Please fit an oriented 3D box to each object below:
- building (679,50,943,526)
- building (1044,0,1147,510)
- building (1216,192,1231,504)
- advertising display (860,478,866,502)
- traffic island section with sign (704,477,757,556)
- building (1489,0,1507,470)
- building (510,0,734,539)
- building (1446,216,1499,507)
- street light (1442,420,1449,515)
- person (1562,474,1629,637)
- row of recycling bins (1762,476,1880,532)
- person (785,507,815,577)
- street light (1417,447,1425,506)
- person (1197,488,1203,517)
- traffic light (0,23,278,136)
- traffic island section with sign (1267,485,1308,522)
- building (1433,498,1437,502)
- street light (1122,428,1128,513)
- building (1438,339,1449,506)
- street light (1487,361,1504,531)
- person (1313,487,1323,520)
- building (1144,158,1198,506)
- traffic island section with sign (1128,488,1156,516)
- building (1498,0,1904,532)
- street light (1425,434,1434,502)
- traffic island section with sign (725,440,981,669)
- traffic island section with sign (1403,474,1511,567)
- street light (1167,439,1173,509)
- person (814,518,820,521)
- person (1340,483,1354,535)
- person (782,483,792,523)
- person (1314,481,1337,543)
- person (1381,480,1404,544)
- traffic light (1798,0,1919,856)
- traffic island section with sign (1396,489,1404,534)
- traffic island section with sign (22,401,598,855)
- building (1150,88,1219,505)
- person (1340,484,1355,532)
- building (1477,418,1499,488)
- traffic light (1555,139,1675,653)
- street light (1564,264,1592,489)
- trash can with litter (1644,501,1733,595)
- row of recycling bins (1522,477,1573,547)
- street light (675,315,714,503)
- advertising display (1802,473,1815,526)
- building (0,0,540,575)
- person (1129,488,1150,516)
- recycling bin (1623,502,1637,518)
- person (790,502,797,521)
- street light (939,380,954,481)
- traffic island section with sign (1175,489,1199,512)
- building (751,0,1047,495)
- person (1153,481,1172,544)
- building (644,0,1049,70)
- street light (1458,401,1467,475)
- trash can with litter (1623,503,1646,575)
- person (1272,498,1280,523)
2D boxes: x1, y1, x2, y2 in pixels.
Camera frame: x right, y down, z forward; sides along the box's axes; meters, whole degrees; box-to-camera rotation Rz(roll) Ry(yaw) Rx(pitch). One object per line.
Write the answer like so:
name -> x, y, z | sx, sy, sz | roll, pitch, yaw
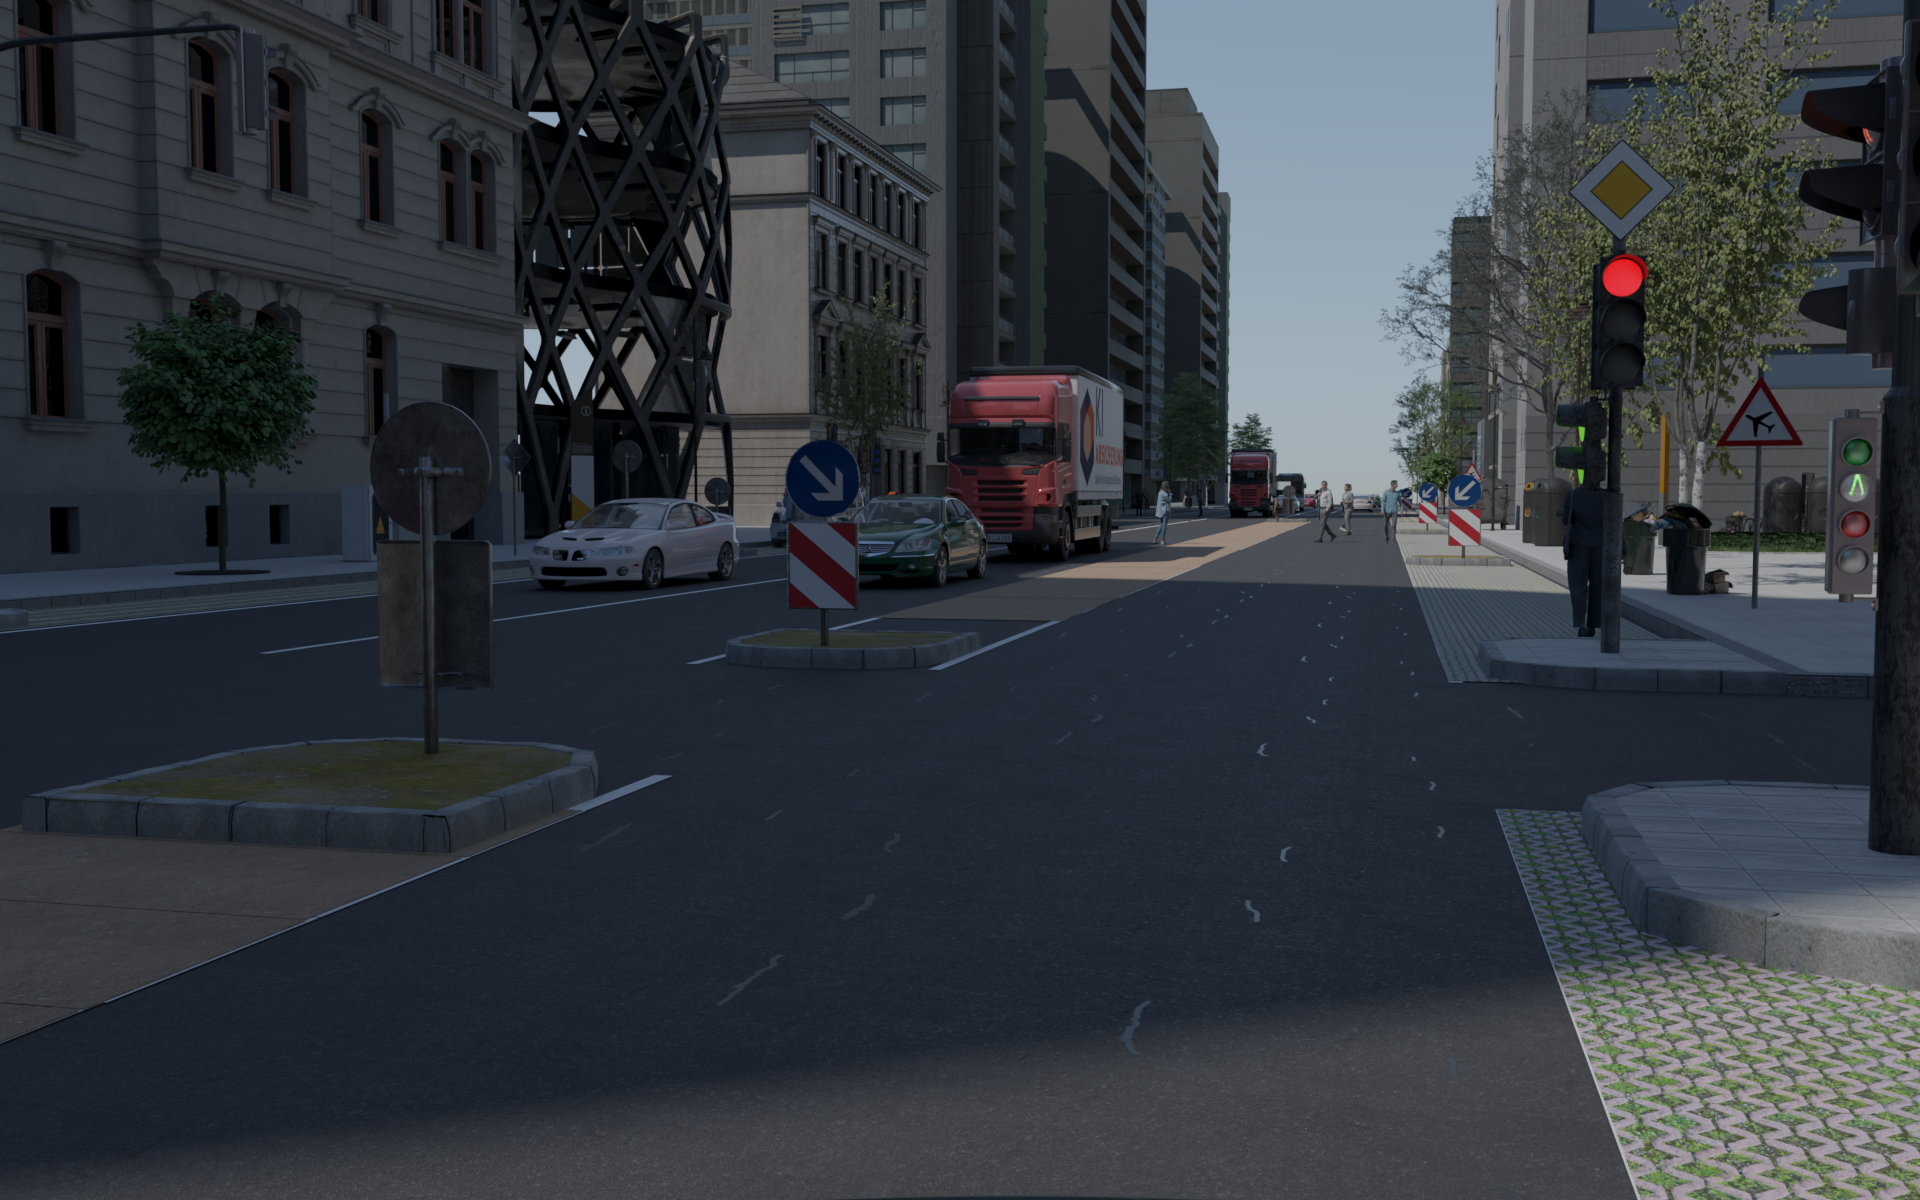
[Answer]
building -> -8.239, -13.021, 77.526 | 10.561, 19.102, 19.286 | 1, 4, 14
building -> 3.270, -31.733, 142.537 | 21.300, 48.544, 21.600 | 1, 4, 14
building -> 28.045, -33.390, 229.523 | 14.154, 41.232, 14.086 | 1, 4, 14
advertising display -> -4.103, -4.021, 70.952 | 0.974, 1.923, 0.123 | -3, 4, -37
traffic island section with sign -> -5.818, -1.936, 40.275 | 1.989, 1.847, 2.006 | 1, 4, 14
building -> 48.283, -31.775, 108.757 | 28.713, 52.752, 27.495 | 1, 4, 14
building -> -16.091, -11.448, 54.635 | 16.820, 18.784, 16.811 | 1, 4, 14
building -> 58.159, -25.001, 180.467 | 14.160, 30.474, 14.107 | 1, 4, 14
street light -> 30.304, -8.285, 108.239 | 0.468, 5.910, 1.993 | 1, 4, 14
person -> 6.107, -0.478, 16.729 | 0.576, 1.772, 0.534 | 0, 4, -5
row of recycling bins -> 20.634, -2.030, 40.302 | 3.534, 1.692, 1.069 | 1, 4, 15
person -> -2.563, -1.178, 28.112 | 0.624, 1.780, 0.694 | -1, 4, -17
street light -> 42.792, -11.452, 160.034 | 0.468, 5.910, 1.993 | 1, 4, 14
person -> 15.334, -6.241, 110.622 | 0.705, 1.814, 1.350 | 0, 3, 0
traffic light -> -9.140, -2.614, 17.411 | 4.771, 5.953, 1.251 | 1, 4, 14
traffic island section with sign -> 16.709, -4.898, 88.218 | 2.006, 1.907, 1.989 | 1, 4, 14
building -> 78.069, -32.621, 225.241 | 32.217, 40.220, 23.993 | 1, 4, 14
street light -> 11.243, -8.941, 118.977 | 0.468, 5.910, 1.993 | 1, 4, 14
building -> 70.159, -21.705, 199.923 | 27.650, 21.520, 28.899 | 1, 4, 14
street light -> 18.550, -5.343, 60.139 | 0.468, 5.910, 1.993 | 1, 4, 14
person -> 20.246, -5.404, 96.945 | 0.705, 1.814, 1.350 | -3, 5, -39
building -> 9.659, -30.575, 191.775 | 32.217, 40.220, 23.993 | 1, 4, 14
traffic island section with sign -> 12.294, -6.500, 114.906 | 1.989, 1.847, 2.006 | 1, 4, 14
building -> 32.948, -32.239, 69.105 | 21.231, 58.520, 28.212 | 1, 4, 14
street light -> 36.463, -9.870, 134.155 | 0.468, 5.910, 1.993 | 1, 4, 14
traffic island section with sign -> -1.005, -0.431, 15.189 | 2.006, 1.907, 1.989 | 1, 4, 14
traffic island section with sign -> 10.090, -1.622, 35.152 | 1.989, 1.847, 2.006 | 1, 4, 14
street light -> 17.606, -10.531, 144.973 | 0.468, 5.910, 1.993 | 1, 4, 14
person -> -2.975, -1.635, 35.802 | 0.524, 1.755, 0.480 | 3, 4, 36
person -> 13.402, -3.153, 60.246 | 0.583, 1.804, 0.606 | -1, 4, -21
person -> -4.155, -2.134, 43.649 | 0.793, 1.790, 0.793 | 0, 4, 8
person -> 10.822, -2.616, 51.378 | 0.850, 1.850, 0.679 | -1, 4, -21
person -> 12.534, -2.559, 50.206 | 0.638, 1.841, 0.748 | 1, 4, 16
traffic light -> 1.308, -1.947, 6.504 | 4.771, 5.953, 1.251 | 1, 4, 14
traffic island section with sign -> 16.504, -3.239, 61.587 | 1.989, 1.847, 2.006 | 1, 4, 14
traffic island section with sign -> -2.761, 0.009, 7.993 | 2.006, 1.907, 1.989 | 1, 4, 14
building -> 19.912, -36.013, 212.519 | 21.300, 48.544, 21.600 | 1, 4, 14
person -> 14.833, -3.544, 66.456 | 0.620, 1.820, 0.660 | 3, 4, 38
building -> 54.071, -50.417, 136.988 | 22.319, 86.520, 31.000 | 1, 4, 14
traffic light -> 5.246, -1.528, 13.912 | 0.839, 4.253, 0.868 | 1, 4, 14
street light -> 12.291, -3.771, 34.449 | 0.468, 5.910, 1.993 | 1, 4, 14
trash can with litter -> 9.439, -0.666, 22.277 | 1.055, 1.170, 0.624 | -2, 4, -34
row of recycling bins -> 14.881, -2.242, 43.765 | 1.069, 1.692, 3.534 | 1, 4, 12
street light -> -6.849, -4.406, 44.833 | 0.468, 5.910, 1.993 | 1, 4, 14
advertising display -> 25.599, -2.881, 52.312 | 0.123, 1.923, 0.974 | 3, 5, 40
building -> -19.837, -15.099, 34.253 | 14.401, 28.519, 23.554 | 1, 4, 14
person -> 11.587, -6.325, 111.931 | 1.348, 1.821, 0.705 | 0, 4, -5
recycling bin -> 21.488, -2.677, 56.323 | 0.722, 1.027, 0.722 | -1, 4, -8
person -> -3.114, -1.576, 34.395 | 0.709, 1.813, 0.853 | 2, 4, 26
street light -> -0.475, -5.976, 70.495 | 0.468, 5.910, 1.993 | 1, 4, 14
traffic island section with sign -> 18.654, -8.102, 141.103 | 1.989, 1.847, 2.006 | 1, 4, 14
building -> -3.164, -25.473, 100.084 | 14.154, 41.232, 14.086 | 1, 4, 14
person -> 5.776, -2.482, 49.353 | 0.793, 1.790, 0.793 | 3, 5, 44
building -> -8.102, -26.296, 121.825 | 32.217, 40.220, 23.993 | 1, 4, 14
street light -> 24.835, -6.914, 85.824 | 0.468, 5.910, 1.993 | 1, 4, 14
trash can with litter -> 10.553, -0.991, 27.589 | 1.055, 1.170, 0.624 | 2, 4, 24
person -> 15.792, -4.488, 86.552 | 0.373, 1.253, 0.362 | 2, 4, 31
